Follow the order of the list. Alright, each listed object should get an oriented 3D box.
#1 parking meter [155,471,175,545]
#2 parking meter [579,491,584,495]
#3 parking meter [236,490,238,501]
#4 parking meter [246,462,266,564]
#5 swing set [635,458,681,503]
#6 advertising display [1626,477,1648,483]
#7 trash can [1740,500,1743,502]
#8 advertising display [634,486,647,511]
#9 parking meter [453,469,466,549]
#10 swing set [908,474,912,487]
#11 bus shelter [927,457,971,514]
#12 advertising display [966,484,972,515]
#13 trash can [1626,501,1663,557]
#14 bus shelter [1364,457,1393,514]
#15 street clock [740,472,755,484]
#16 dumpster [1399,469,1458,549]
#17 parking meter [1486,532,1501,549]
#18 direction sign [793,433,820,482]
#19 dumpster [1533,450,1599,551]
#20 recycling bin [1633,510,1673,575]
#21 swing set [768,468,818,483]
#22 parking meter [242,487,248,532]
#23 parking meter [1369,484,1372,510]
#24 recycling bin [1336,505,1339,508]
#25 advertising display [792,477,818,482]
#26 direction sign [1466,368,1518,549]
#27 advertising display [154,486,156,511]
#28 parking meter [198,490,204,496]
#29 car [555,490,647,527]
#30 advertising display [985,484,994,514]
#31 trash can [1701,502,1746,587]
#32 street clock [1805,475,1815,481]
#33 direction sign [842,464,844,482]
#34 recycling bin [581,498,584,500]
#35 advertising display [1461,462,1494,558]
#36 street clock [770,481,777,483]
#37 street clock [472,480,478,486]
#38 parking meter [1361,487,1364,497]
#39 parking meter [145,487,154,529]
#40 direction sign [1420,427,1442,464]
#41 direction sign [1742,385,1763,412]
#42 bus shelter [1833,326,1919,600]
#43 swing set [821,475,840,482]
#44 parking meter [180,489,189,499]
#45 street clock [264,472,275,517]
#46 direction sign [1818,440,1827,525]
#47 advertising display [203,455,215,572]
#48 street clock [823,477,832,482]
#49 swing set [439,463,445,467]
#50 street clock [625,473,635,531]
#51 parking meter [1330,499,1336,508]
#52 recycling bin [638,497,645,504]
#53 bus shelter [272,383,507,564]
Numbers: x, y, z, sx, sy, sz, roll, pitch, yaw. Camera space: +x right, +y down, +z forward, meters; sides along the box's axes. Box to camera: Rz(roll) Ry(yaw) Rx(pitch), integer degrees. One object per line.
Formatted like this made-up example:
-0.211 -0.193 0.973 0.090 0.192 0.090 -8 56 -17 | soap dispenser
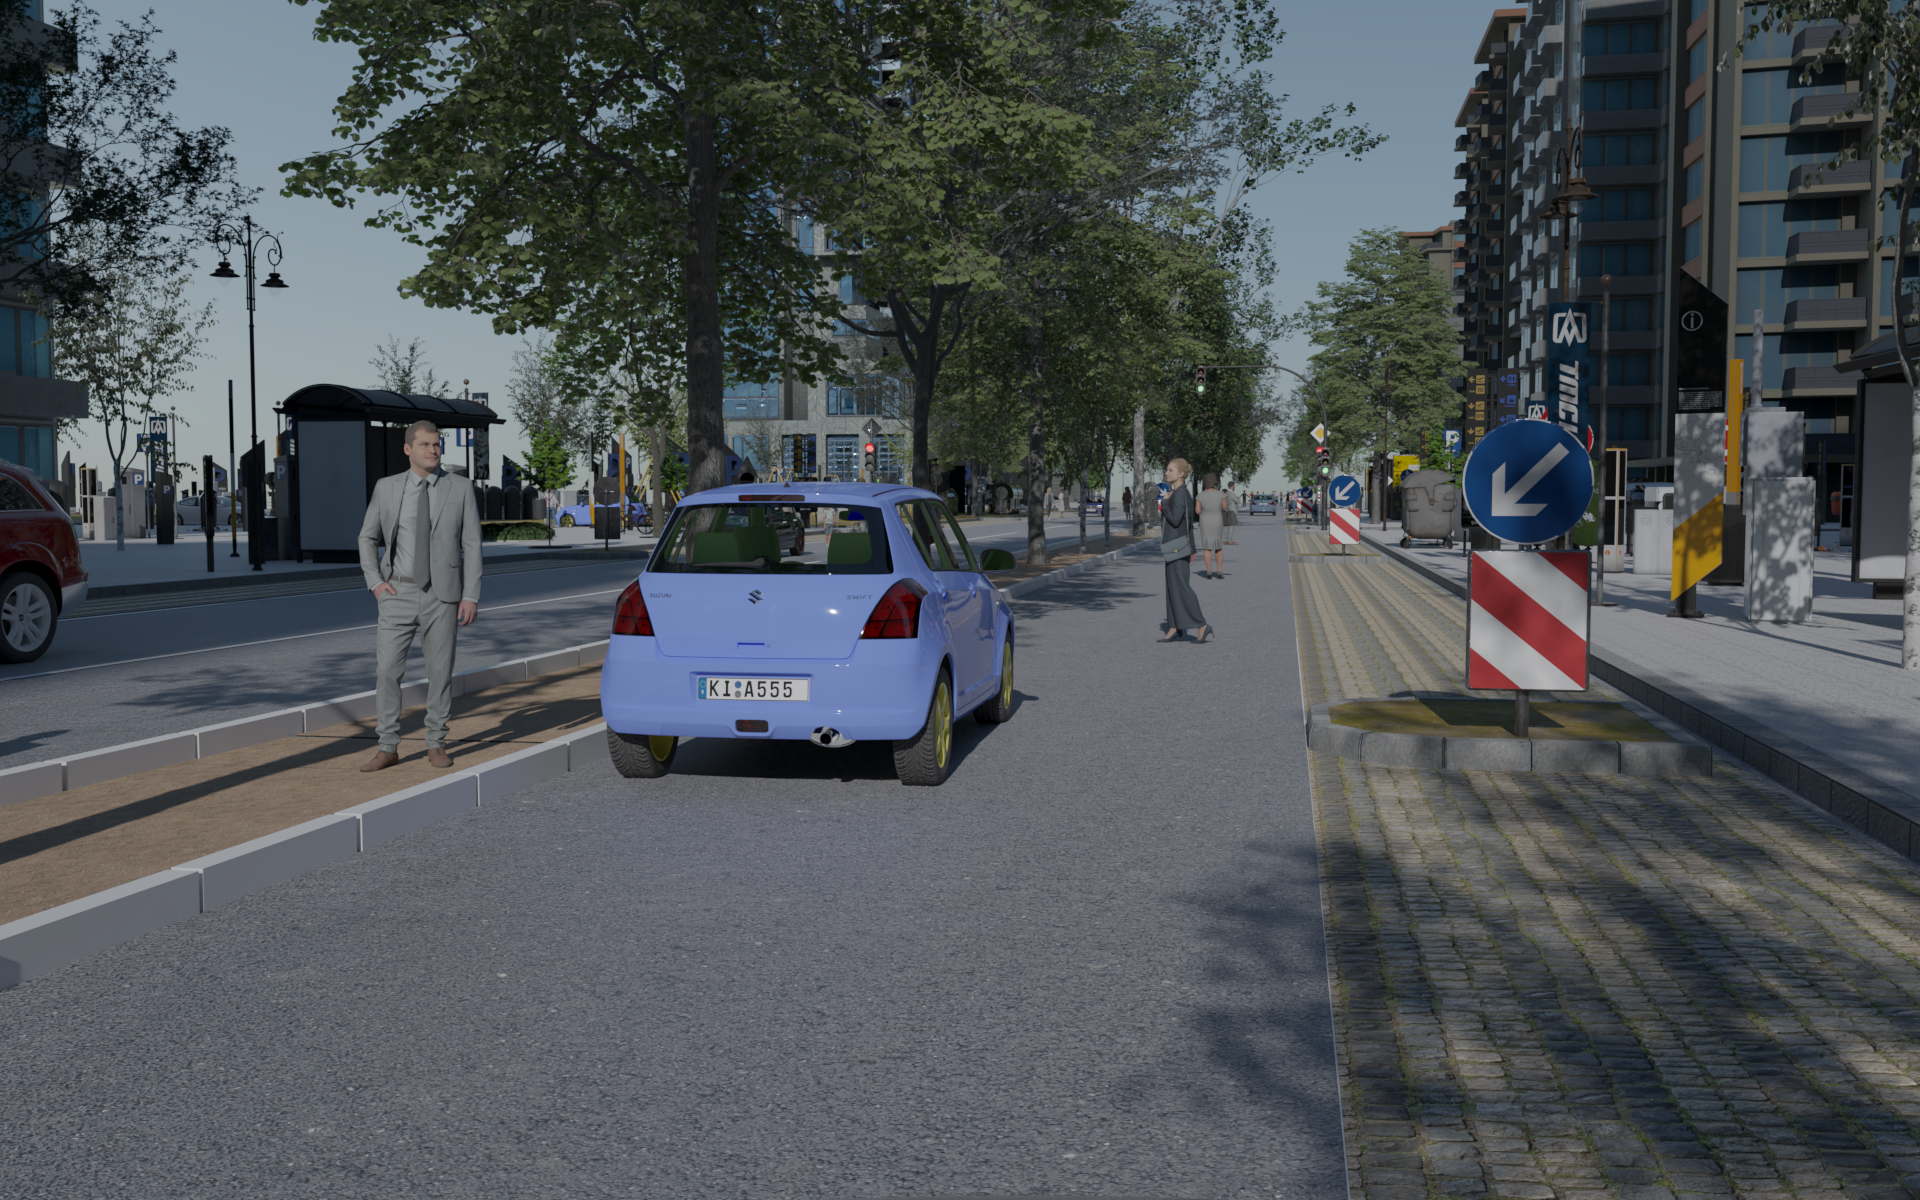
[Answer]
-20.242 -2.348 44.108 0.255 1.863 0.399 3 4 37 | parking meter
-27.724 -7.246 126.876 0.372 1.533 0.369 0 3 0 | parking meter
-40.179 -5.393 96.592 0.372 1.533 0.369 0 3 0 | parking meter
-12.898 -1.592 31.733 0.255 1.863 0.399 -1 4 -14 | parking meter
-13.392 -4.836 76.696 2.862 2.851 3.119 0 4 -4 | swing set
26.033 -3.771 66.877 0.974 1.923 0.123 2 4 25 | advertising display
19.904 -2.030 44.842 0.748 1.137 0.748 0 3 0 | trash can
-24.398 -7.768 132.223 0.974 1.923 0.123 1 4 14 | advertising display
-11.723 -2.134 40.597 0.399 1.863 0.255 1 4 23 | parking meter
-3.110 -9.156 147.315 3.119 2.851 2.862 1 4 16 | swing set
-0.673 -7.258 109.949 1.731 3.624 6.357 1 4 10 | bus shelter
0.571 -6.254 107.460 0.123 1.923 0.974 1 4 18 | advertising display
13.958 -1.454 35.427 0.748 1.137 0.748 0 3 0 | trash can
28.584 -7.778 118.460 1.731 3.624 6.357 1 4 11 | bus shelter
-7.011 -3.215 57.129 0.471 2.002 0.358 0 4 -4 | street clock
11.078 -2.154 40.980 1.264 1.857 1.865 1 4 11 | dumpster
11.333 -1.905 36.866 0.399 1.863 0.255 2 4 32 | parking meter
-5.788 -4.445 64.668 0.876 3.537 0.379 1 4 10 | direction sign
11.409 -1.829 32.402 1.502 2.255 1.985 1 4 10 | dumpster
11.205 -0.934 27.818 0.722 1.027 0.722 1 4 21 | recycling bin
-10.583 -6.554 104.776 2.862 2.851 3.119 1 4 16 | swing set
-24.152 -3.080 58.770 0.372 1.533 0.369 0 3 0 | parking meter
22.909 -5.529 96.117 0.399 1.863 0.255 1 4 13 | parking meter
29.321 -7.464 134.586 0.722 1.027 0.722 2 4 29 | recycling bin
-5.833 -3.667 65.174 0.974 1.923 0.123 0 4 -7 | advertising display
9.591 -2.403 31.292 0.876 3.537 0.379 1 4 19 | direction sign
-62.258 -7.855 133.634 0.123 1.923 0.974 0 4 8 | advertising display
-44.688 -5.732 102.123 0.372 1.533 0.369 0 3 0 | parking meter
-14.765 -3.761 71.080 3.694 1.707 1.945 1 4 9 | car
2.027 -6.603 113.167 0.974 1.923 0.123 0 4 1 | advertising display
10.691 -0.766 24.178 0.748 1.137 0.748 0 3 0 | trash can
33.017 -3.846 67.460 0.471 2.002 0.358 -1 4 -16 | street clock
-8.732 -8.405 129.419 0.379 3.537 0.876 -1 4 -8 | direction sign
-23.684 -5.991 110.505 0.722 1.027 0.722 2 4 30 | recycling bin
10.363 -1.795 34.570 0.123 1.923 0.974 -1 4 -22 | advertising display
-10.223 -5.524 94.881 0.471 2.002 0.358 0 4 -2 | street clock
-24.894 -5.149 88.760 0.358 2.002 0.471 0 4 5 | street clock
32.855 -8.312 141.617 0.255 1.863 0.399 1 4 11 | parking meter
-29.781 -3.371 63.532 0.372 1.533 0.369 0 3 0 | parking meter
16.002 -4.082 58.741 0.876 3.537 0.379 -1 4 -13 | direction sign
16.633 -2.720 36.465 0.379 3.537 0.876 0 4 0 | direction sign
11.200 -1.499 18.437 2.014 3.302 5.546 1 4 10 | bus shelter
-11.269 -8.933 143.679 2.862 2.851 3.119 3 4 37 | swing set
-37.351 -4.590 83.454 0.372 1.533 0.369 0 3 0 | parking meter
-22.221 -3.148 56.045 0.358 2.002 0.471 2 4 34 | street clock
36.239 -4.945 72.854 0.379 3.537 0.876 0 4 8 | direction sign
-12.501 -1.444 28.829 0.123 1.923 0.974 -2 4 -25 | advertising display
-5.558 -4.162 72.617 0.358 2.002 0.471 -2 4 -24 | street clock
-26.744 -5.401 85.922 2.862 2.851 3.119 2 4 27 | swing set
-11.614 -3.447 60.927 0.358 2.002 0.471 -1 4 -21 | street clock
23.267 -6.263 108.110 0.399 1.863 0.255 1 4 19 | parking meter
-24.129 -7.186 130.042 0.722 1.027 0.722 3 4 37 | recycling bin
-11.149 -2.478 34.443 2.014 3.302 5.546 1 4 10 | bus shelter
